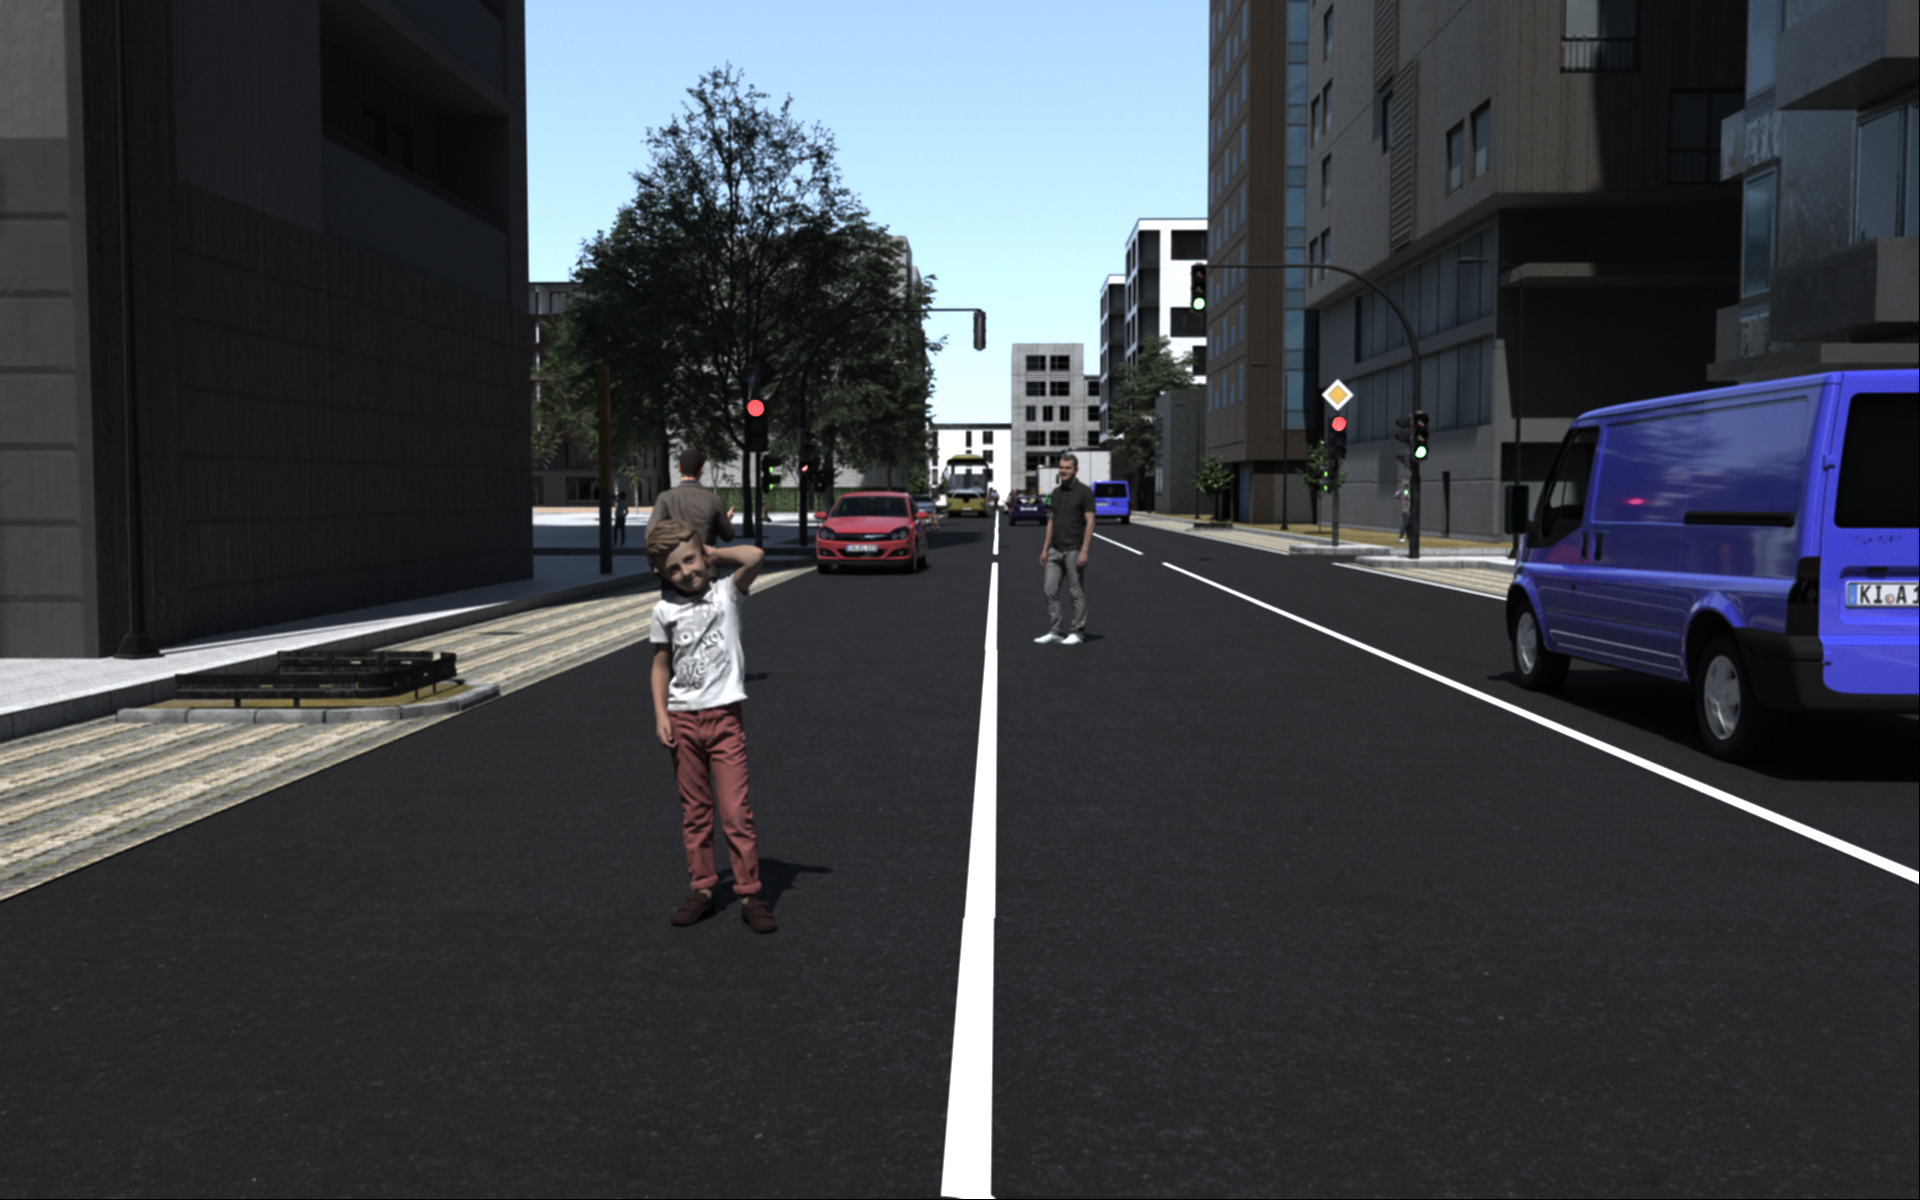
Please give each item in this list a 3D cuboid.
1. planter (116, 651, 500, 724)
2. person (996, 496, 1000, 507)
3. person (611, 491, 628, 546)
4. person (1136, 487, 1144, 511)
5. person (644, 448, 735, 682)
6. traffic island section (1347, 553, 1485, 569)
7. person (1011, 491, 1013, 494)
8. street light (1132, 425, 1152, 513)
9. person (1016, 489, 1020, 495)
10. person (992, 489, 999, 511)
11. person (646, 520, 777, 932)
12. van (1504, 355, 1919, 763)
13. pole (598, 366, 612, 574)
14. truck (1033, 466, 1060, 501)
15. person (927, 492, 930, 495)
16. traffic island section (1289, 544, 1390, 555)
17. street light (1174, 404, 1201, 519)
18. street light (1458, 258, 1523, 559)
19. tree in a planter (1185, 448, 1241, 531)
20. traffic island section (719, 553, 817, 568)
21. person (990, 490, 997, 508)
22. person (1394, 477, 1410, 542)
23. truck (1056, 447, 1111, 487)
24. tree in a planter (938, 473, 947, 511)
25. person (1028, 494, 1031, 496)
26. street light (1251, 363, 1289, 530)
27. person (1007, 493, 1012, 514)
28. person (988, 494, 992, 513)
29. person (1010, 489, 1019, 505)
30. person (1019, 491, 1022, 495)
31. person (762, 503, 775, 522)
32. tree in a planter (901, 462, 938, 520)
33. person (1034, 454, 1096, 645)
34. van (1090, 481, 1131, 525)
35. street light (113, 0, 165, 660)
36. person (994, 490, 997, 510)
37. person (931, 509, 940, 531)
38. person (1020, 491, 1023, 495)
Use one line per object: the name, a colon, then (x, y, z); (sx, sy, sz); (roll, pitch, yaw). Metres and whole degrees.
planter: (-4.240, 0.576, 11.717); (1.991, 0.319, 1.994); (0, 4, 1)
person: (3.836, -10.930, 187.882); (1.217, 1.739, 0.721); (0, 4, 0)
person: (-8.380, -1.989, 42.473); (0.340, 1.345, 0.435); (2, 4, 24)
person: (13.333, -7.439, 127.757); (0.705, 1.812, 1.348); (2, 4, 29)
person: (-1.948, -0.218, 12.602); (0.617, 1.759, 0.750); (0, 4, -3)
traffic island section: (9.028, -0.741, 34.399); (2.009, 0.180, 2.903); (0, 4, 1)
person: (5.143, -9.866, 170.531); (1.217, 1.735, 0.721); (0, 4, -1)
street light: (12.296, -8.839, 117.064); (1.470, 5.913, 1.316); (0, 4, 1)
person: (4.269, -7.455, 130.409); (0.705, 1.821, 1.348); (-2, 4, -24)
person: (3.013, -8.528, 147.808); (0.709, 1.838, 0.599); (1, 4, 21)
person: (-0.824, 0.407, 5.758); (0.435, 1.345, 0.340); (0, 4, -3)
van: (5.026, -0.397, 10.869); (2.240, 2.365, 5.245); (0, 4, 1)
pole: (-5.688, -2.074, 27.751); (0.158, 3.312, 0.155); (0, 3, 0)
truck: (8.976, -11.454, 176.191); (2.839, 4.237, 11.283); (0, 4, 1)
person: (-3.215, -10.340, 175.110); (0.705, 1.823, 1.348); (1, 4, 20)
traffic island section: (9.204, -1.229, 42.382); (2.009, 0.180, 2.903); (0, 4, 1)
street light: (11.725, -7.143, 89.329); (1.470, 5.913, 1.316); (0, 4, 1)
street light: (10.477, -3.770, 34.174); (1.470, 5.913, 1.316); (0, 4, 1)
tree in a planter: (9.744, -4.264, 66.946); (1.991, 3.239, 1.994); (0, 4, 1)
traffic island section: (-4.050, -0.759, 34.692); (2.009, 0.180, 2.903); (0, 4, 1)
person: (3.487, -10.459, 179.374); (0.709, 1.838, 0.599); (-1, 4, -13)
person: (11.931, -2.410, 46.167); (0.841, 1.734, 0.376); (-3, 4, -38)
truck: (7.741, -7.337, 108.872); (2.839, 4.237, 11.283); (0, 4, 0)
tree in a planter: (-1.292, -9.009, 144.526); (1.991, 3.239, 1.994); (0, 4, 1)
person: (7.407, -10.780, 187.993); (0.697, 1.427, 0.421); (-2, 4, -35)
street light: (11.027, -5.445, 61.573); (1.470, 5.913, 1.316); (0, 4, 1)
person: (3.393, -6.486, 117.012); (0.387, 1.526, 0.523); (-1, 4, -21)
person: (2.194, -7.500, 134.353); (0.599, 1.433, 0.991); (-2, 4, -33)
person: (3.548, -6.195, 110.340); (0.990, 1.755, 0.434); (-3, 5, -40)
person: (5.408, -9.134, 158.628); (1.217, 1.735, 0.721); (-1, 4, -15)
person: (-8.841, -4.013, 79.576); (0.695, 0.859, 0.347); (2, 4, 29)
tree in a planter: (-2.388, -5.981, 95.006); (1.991, 3.239, 1.994); (0, 4, 1)
person: (0.997, -0.483, 16.528); (0.434, 1.807, 0.598); (-2, 4, -32)
van: (7.141, -4.822, 83.220); (2.240, 2.365, 5.245); (0, 4, 3)
street light: (-5.907, -2.499, 13.400); (1.470, 5.913, 1.316); (0, 4, 1)
person: (3.236, -9.162, 158.243); (0.705, 1.831, 1.348); (0, 4, 4)
person: (-0.963, -3.145, 67.848); (0.347, 0.859, 0.695); (0, 4, -8)
person: (6.394, -10.700, 183.979); (0.617, 1.759, 0.750); (-1, 4, -11)
